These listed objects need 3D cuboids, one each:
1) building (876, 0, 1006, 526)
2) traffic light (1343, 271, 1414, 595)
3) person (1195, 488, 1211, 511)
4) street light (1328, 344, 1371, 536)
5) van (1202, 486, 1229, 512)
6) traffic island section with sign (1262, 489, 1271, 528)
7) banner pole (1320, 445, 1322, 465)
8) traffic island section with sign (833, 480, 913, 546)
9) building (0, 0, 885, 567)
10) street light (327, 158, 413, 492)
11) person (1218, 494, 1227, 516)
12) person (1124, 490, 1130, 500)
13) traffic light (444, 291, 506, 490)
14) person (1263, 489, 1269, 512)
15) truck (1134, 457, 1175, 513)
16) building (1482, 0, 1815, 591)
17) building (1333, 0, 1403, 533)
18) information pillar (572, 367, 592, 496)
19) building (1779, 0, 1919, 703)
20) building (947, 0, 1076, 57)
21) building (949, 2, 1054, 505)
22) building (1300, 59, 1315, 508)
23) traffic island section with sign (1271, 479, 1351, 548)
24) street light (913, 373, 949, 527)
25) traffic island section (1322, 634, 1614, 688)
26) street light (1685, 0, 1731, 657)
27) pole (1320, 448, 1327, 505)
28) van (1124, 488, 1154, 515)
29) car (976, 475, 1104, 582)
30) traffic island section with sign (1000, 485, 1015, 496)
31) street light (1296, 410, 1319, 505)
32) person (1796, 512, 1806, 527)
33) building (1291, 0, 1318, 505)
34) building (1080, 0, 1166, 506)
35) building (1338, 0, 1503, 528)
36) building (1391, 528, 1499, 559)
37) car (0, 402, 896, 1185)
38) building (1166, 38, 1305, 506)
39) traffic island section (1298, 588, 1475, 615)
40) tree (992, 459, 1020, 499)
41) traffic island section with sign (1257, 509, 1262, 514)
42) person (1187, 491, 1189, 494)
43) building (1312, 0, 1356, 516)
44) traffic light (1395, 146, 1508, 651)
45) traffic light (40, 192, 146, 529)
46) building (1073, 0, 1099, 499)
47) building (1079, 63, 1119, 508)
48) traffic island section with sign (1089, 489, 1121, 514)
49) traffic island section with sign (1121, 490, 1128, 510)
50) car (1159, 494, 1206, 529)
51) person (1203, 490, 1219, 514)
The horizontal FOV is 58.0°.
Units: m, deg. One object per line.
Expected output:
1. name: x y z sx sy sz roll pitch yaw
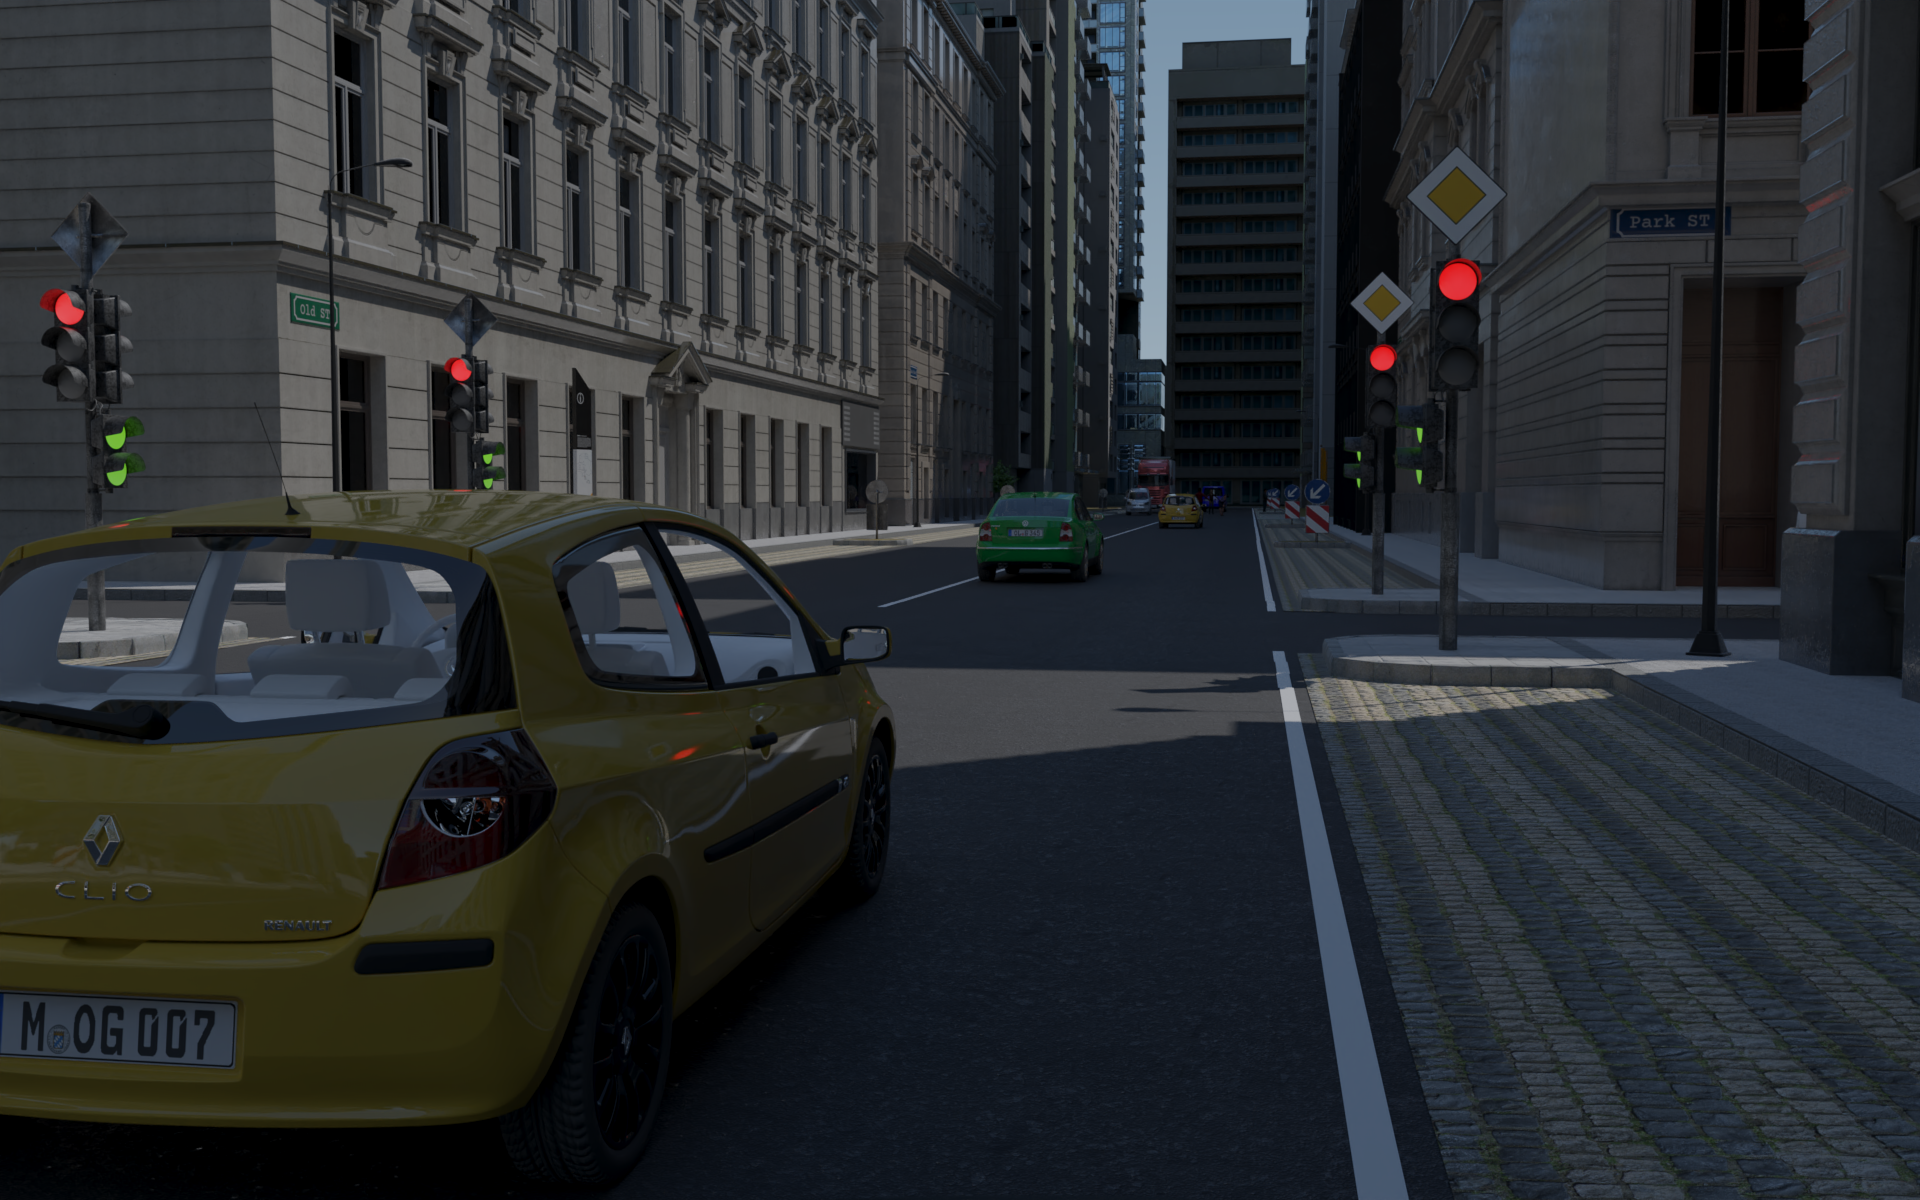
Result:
1. building: -5.729 -17.337 80.717 12.463 27.353 25.104 1 4 9
2. traffic light: 5.321 -2.025 22.034 0.839 4.253 0.868 1 4 9
3. person: 14.498 -5.885 104.683 1.348 1.831 0.705 1 4 21
4. street light: 12.091 -4.964 53.709 1.470 5.913 1.316 1 4 9
5. van: 20.320 -8.195 138.373 2.240 2.365 5.245 1 4 10
6. traffic island section with sign: 13.911 -3.947 73.162 1.989 1.847 2.006 1 4 9
7. banner pole: 18.386 -5.989 87.936 0.401 3.779 0.863 2 4 28
8. traffic island section with sign: -2.385 -2.445 48.606 1.989 1.847 2.006 1 4 9
9. building: -13.992 -16.518 46.480 17.030 29.872 44.131 1 4 9
10. street light: -8.246 -3.158 24.170 1.470 5.913 1.316 1 4 9
11. person: 17.230 -6.223 113.486 0.421 1.427 0.697 -2 4 -26
12. person: 13.398 -7.893 138.255 0.721 1.736 1.217 3 4 37
13. traffic light: -6.775 -2.148 24.035 0.839 4.253 0.868 1 4 9
14. person: 22.591 -7.318 128.166 0.705 1.821 1.348 0 4 -5
15. truck: 15.001 -8.770 132.307 2.839 4.237 11.283 1 4 9
16. building: 18.999 -11.592 25.679 21.152 22.565 11.583 1 4 9
17. building: 20.394 -14.273 63.047 12.332 23.373 15.834 1 4 9
18. information pillar: -7.054 -2.506 32.333 0.183 3.616 0.504 2 4 23
19. building: 9.550 -10.640 2.842 11.050 23.489 19.941 1 4 9
20. building: 0.297 -26.694 120.039 14.154 41.232 14.086 1 4 9
21. building: -2.036 -20.476 106.491 14.160 30.474 14.107 1 4 9
22. building: 39.171 -29.275 162.239 14.154 41.232 14.086 1 4 9
23. traffic island section with sign: 9.433 -2.310 46.402 1.989 1.847 2.006 1 4 9
24. street light: -1.108 -5.748 66.517 1.470 5.913 1.316 1 4 9
25. traffic island section: 4.041 0.490 14.265 2.009 0.180 2.903 1 4 9
26. street light: 5.434 -2.519 13.722 1.470 5.913 1.316 1 4 9
27. pole: 16.064 -5.073 76.794 0.158 3.312 0.155 0 3 0
28. van: 12.141 -6.760 117.531 2.013 2.044 4.112 0 4 8
29. car: 1.434 -1.277 29.674 1.959 1.807 4.718 1 4 10
30. traffic island section with sign: 2.071 -4.076 75.274 1.989 1.847 2.006 1 4 9
31. street light: 19.273 -7.545 95.896 1.470 5.913 1.316 1 4 9
32. person: 9.597 -0.508 19.408 0.503 1.515 0.523 2 4 28
33. building: 39.110 -31.770 139.047 23.786 49.044 30.456 1 4 9
34. building: 7.432 -53.793 192.179 31.000 86.520 22.319 1 4 9
35. building: 25.407 -18.028 82.154 14.401 28.519 23.554 1 4 9
36. building: 18.280 -15.653 43.312 14.401 28.519 23.554 1 4 9
37. car: -1.297 0.312 5.117 2.015 1.641 3.980 1 4 9
38. building: 33.595 -34.553 188.649 21.600 48.544 21.300 1 4 9
39. traffic island section: 5.359 0.009 22.141 2.009 0.180 2.903 1 4 9
40. tree: 2.220 -6.255 96.870 1.663 3.219 1.824 0 3 0
41. traffic island section with sign: 22.172 -6.965 122.503 1.989 1.847 2.006 1 4 9
42. person: 23.088 -10.223 176.184 0.617 1.759 0.750 -2 4 -31
43. building: 33.413 -34.737 109.954 21.231 58.520 28.212 1 4 9
44. traffic light: 4.003 -1.544 14.158 0.839 4.253 0.868 1 4 9
45. traffic light: -8.094 -1.666 16.159 0.839 4.253 0.868 1 4 9
46. building: -1.085 -31.989 142.636 23.786 49.044 30.456 1 4 9
47. building: 8.135 -29.632 168.083 14.086 41.232 14.154 1 4 9
48. traffic island section with sign: 10.338 -7.095 124.627 1.989 1.847 2.006 1 4 9
49. traffic island section with sign: 14.902 -8.758 151.827 1.989 1.847 2.006 1 4 9
50. car: 9.370 -3.854 73.238 2.015 1.641 3.980 1 4 11
51. person: 17.802 -6.944 122.559 1.217 1.766 0.721 0 4 -2
